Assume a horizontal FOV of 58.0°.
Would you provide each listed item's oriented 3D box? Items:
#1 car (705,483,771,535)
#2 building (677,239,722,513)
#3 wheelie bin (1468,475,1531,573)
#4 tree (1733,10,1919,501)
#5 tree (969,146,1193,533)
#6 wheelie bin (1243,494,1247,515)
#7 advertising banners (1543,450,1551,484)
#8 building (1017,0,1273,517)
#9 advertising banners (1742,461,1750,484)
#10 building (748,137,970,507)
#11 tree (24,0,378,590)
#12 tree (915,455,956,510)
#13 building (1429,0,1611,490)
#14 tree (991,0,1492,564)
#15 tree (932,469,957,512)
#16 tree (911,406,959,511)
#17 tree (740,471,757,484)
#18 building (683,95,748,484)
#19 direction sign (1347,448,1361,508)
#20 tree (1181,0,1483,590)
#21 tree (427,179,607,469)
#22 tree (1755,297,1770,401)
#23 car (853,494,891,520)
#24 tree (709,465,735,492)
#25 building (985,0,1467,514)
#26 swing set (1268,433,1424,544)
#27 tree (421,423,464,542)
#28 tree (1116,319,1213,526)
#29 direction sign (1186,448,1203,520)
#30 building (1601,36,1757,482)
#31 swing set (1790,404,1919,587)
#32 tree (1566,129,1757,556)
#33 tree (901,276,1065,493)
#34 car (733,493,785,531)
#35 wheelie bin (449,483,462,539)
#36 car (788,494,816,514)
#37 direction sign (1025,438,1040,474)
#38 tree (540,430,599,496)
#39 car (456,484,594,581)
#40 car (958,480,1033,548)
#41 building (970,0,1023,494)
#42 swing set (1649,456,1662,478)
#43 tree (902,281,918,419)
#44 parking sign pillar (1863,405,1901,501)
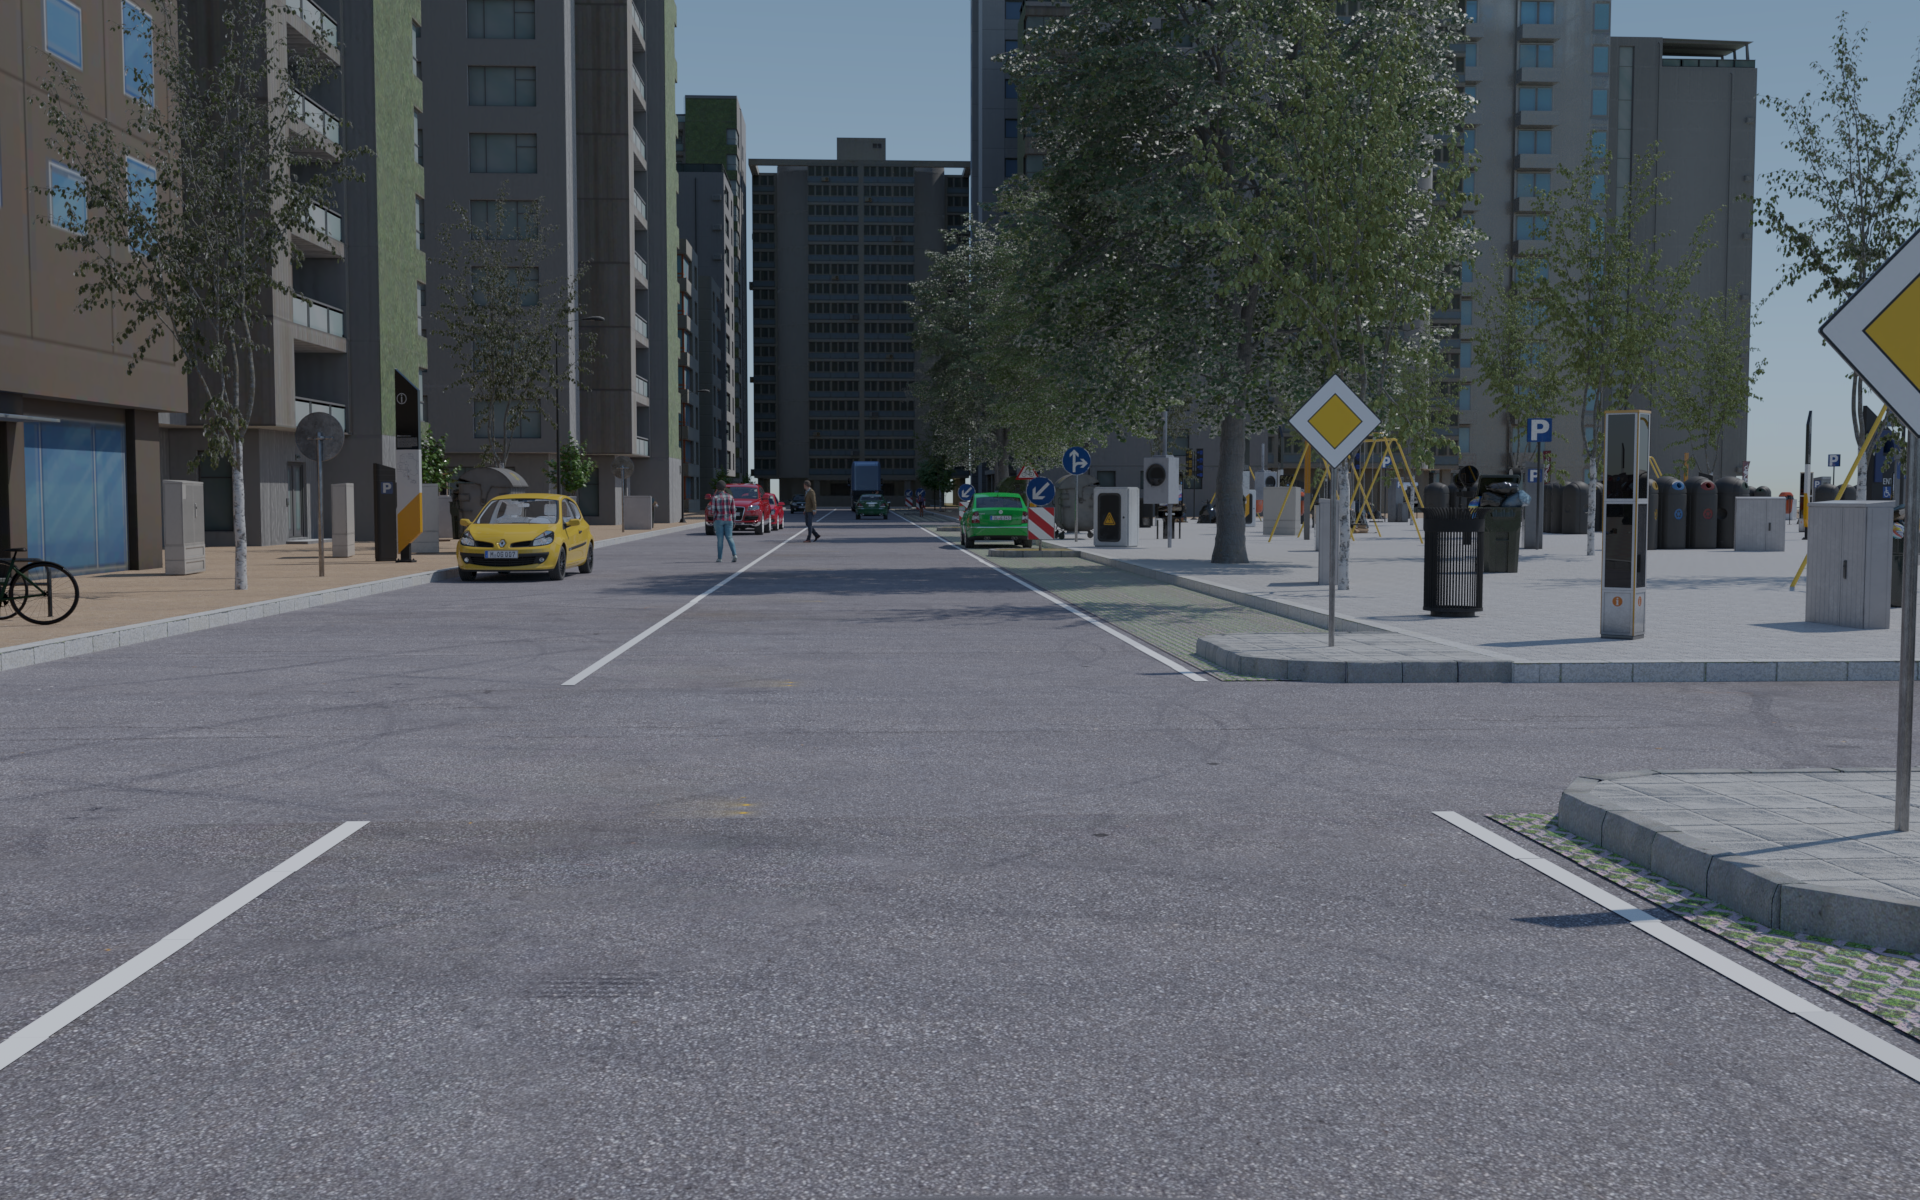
[{"bbox_3d":[-7.941,-3.277,62.257,2.281,1.827,5.304,0,4,-2],"label":"car"},{"bbox_3d":[-33.150,-17.497,131.116,27.650,21.520,28.899,0,4,-3],"label":"building"},{"bbox_3d":[8.851,-1.251,28.356,0.980,1.594,0.693,0,4,4],"label":"wheelie bin"},{"bbox_3d":[14.366,-4.682,26.908,4.360,8.622,3.978,0,3,0],"label":"tree"},{"bbox_3d":[3.970,-8.455,56.371,7.486,12.596,7.792,0,3,0],"label":"tree"},{"bbox_3d":[8.756,-2.883,55.038,0.693,1.594,0.980,1,4,11],"label":"wheelie bin"},{"bbox_3d":[23.811,-4.447,68.904,0.090,3.025,2.074,-1,4,-18],"label":"advertising banners"},{"bbox_3d":[10.226,-20.305,103.685,14.160,30.474,14.107,0,4,-3],"label":"building"},{"bbox_3d":[40.776,-5.810,91.189,2.074,3.025,0.090,-1,4,-20],"label":"advertising banners"},{"bbox_3d":[-10.900,-30.553,191.422,23.993,40.220,32.217,0,4,-3],"label":"building"},{"bbox_3d":[-9.862,-4.436,22.885,4.360,8.622,3.978,0,3,0],"label":"tree"},{"bbox_3d":[-1.936,-9.431,137.906,4.285,4.588,4.351,0,3,0],"label":"tree"},{"bbox_3d":[40.391,-32.618,152.916,30.456,49.044,23.786,0,4,-3],"label":"building"},{"bbox_3d":[5.118,-7.660,31.890,9.857,13.997,8.962,0,3,0],"label":"tree"},{"bbox_3d":[-0.972,-7.989,125.218,1.663,3.219,1.824,0,3,0],"label":"tree"},{"bbox_3d":[-1.539,-11.047,130.984,4.737,8.622,4.395,0,3,0],"label":"tree"},{"bbox_3d":[-17.542,-9.008,141.875,1.663,3.219,1.824,0,3,0],"label":"tree"},{"bbox_3d":[-29.553,-30.419,180.947,14.086,41.232,14.154,0,4,-3],"label":"building"},{"bbox_3d":[13.775,-4.221,61.016,0.379,3.537,0.876,-2,4,-32],"label":"direction sign"},{"bbox_3d":[5.040,-4.426,22.735,4.737,8.622,4.395,0,3,0],"label":"tree"},{"bbox_3d":[-10.893,-5.582,41.636,4.360,8.622,3.978,0,3,0],"label":"tree"},{"bbox_3d":[26.290,-6.751,60.742,4.737,8.622,4.395,0,3,0],"label":"tree"},{"bbox_3d":[-5.016,-5.313,98.658,2.131,1.459,4.920,0,4,-2],"label":"car"},{"bbox_3d":[-15.709,-7.277,113.583,1.663,3.219,1.824,0,3,0],"label":"tree"},{"bbox_3d":[18.243,-26.377,123.142,32.217,40.220,23.993,0,4,-3],"label":"building"},{"bbox_3d":[10.139,-2.912,45.238,2.862,2.851,3.119,-2,4,-25],"label":"swing set"},{"bbox_3d":[-14.258,-3.203,46.974,1.663,3.219,1.824,0,3,0],"label":"tree"},{"bbox_3d":[7.927,-7.253,68.947,4.360,8.622,3.978,0,3,0],"label":"tree"},{"bbox_3d":[11.639,-5.751,86.027,0.876,3.537,0.379,1,4,19],"label":"direction sign"},{"bbox_3d":[62.563,-29.084,159.116,14.086,41.232,14.154,0,4,-3],"label":"building"},{"bbox_3d":[12.770,-1.506,22.238,2.862,2.851,3.119,0,4,5],"label":"swing set"},{"bbox_3d":[13.423,-5.233,35.924,4.737,8.622,4.395,0,3,0],"label":"tree"},{"bbox_3d":[2.015,-11.036,90.815,12.009,13.543,11.850,0,3,0],"label":"tree"},{"bbox_3d":[-8.015,-3.659,68.861,2.155,1.783,4.494,0,4,-2],"label":"car"},{"bbox_3d":[-14.046,-2.520,49.116,0.980,1.594,0.693,2,4,34],"label":"wheelie bin"},{"bbox_3d":[-11.551,-7.154,126.752,2.009,1.686,4.222,0,4,-5],"label":"car"},{"bbox_3d":[2.885,-4.707,68.953,0.379,3.537,0.876,-3,5,-40],"label":"direction sign"},{"bbox_3d":[-11.814,-3.520,52.145,1.663,3.219,1.824,0,3,0],"label":"tree"},{"bbox_3d":[-7.463,-1.203,29.890,2.015,1.641,3.980,0,4,-2],"label":"car"},{"bbox_3d":[0.952,-2.335,46.975,1.959,1.807,4.718,0,4,-3],"label":"car"},{"bbox_3d":[11.368,-37.082,148.281,21.231,58.520,28.212,0,4,-3],"label":"building"},{"bbox_3d":[28.181,-4.488,71.001,2.862,2.851,3.119,2,4,25],"label":"swing set"},{"bbox_3d":[2.117,-10.540,78.992,9.857,13.997,8.962,0,3,0],"label":"tree"},{"bbox_3d":[28.148,-3.940,52.891,1.447,3.967,1.447,-2,4,-23],"label":"parking sign pillar"}]
